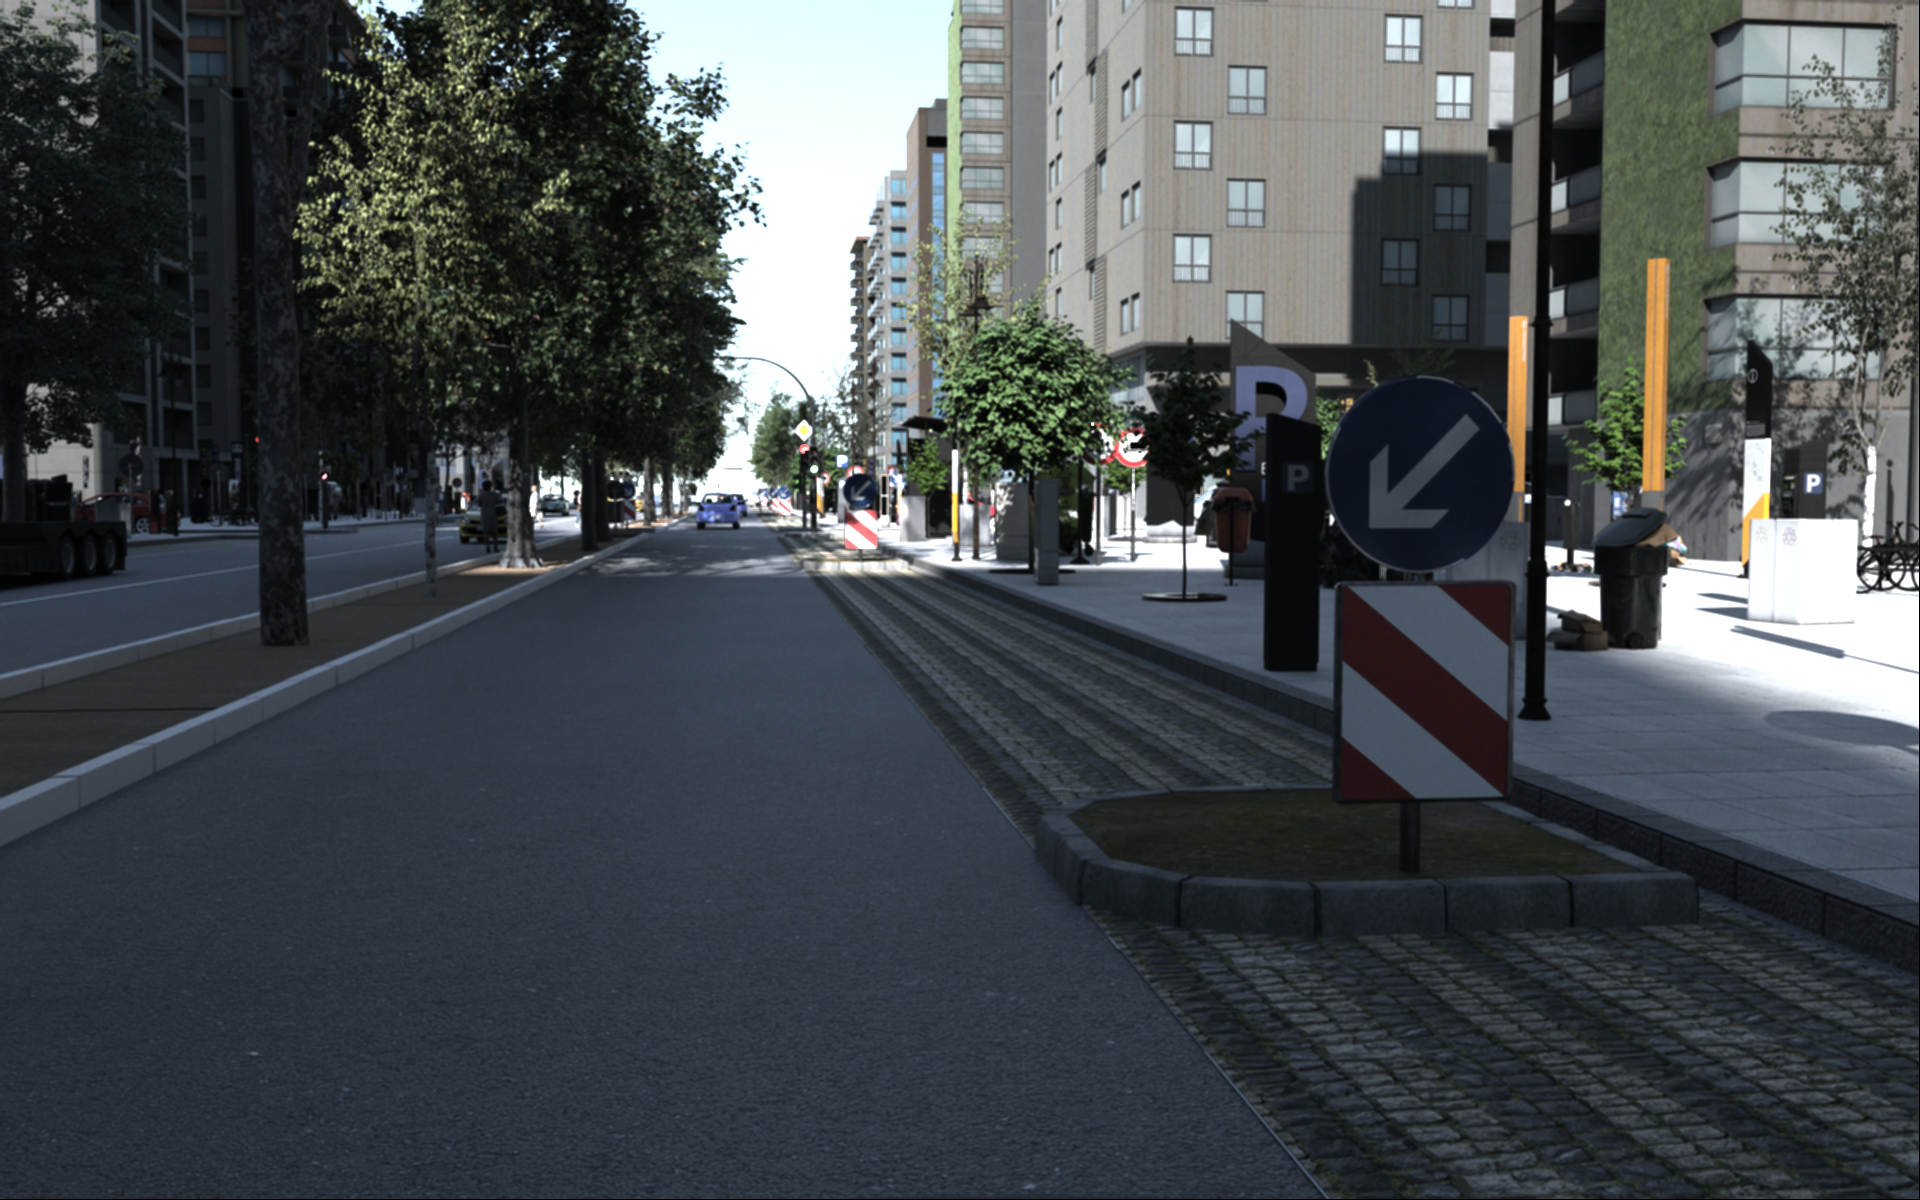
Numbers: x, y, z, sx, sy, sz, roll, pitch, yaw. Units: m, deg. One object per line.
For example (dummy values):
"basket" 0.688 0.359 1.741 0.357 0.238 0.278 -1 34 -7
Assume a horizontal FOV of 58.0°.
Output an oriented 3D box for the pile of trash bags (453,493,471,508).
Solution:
"pile of trash bags" -38.814 -7.464 131.796 1.912 1.369 3.447 3 5 42

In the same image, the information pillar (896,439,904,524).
"information pillar" -2.596 -5.038 73.733 0.183 3.616 0.504 -1 4 -14

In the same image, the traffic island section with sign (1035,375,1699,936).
"traffic island section with sign" 1.340 0.127 6.548 1.989 1.847 2.006 0 4 -7

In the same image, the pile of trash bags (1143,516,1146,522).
"pile of trash bags" 9.814 -4.250 79.237 1.912 1.369 3.447 -1 4 -21

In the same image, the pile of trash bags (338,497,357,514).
"pile of trash bags" -40.758 -6.259 112.094 1.912 1.369 3.447 2 4 26

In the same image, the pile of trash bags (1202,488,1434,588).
"pile of trash bags" 5.224 -0.881 24.151 3.447 1.369 1.912 1 4 13

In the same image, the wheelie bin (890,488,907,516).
"wheelie bin" -3.198 -5.096 91.225 0.693 1.594 0.980 3 5 43

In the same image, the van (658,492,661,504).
"van" -42.698 -14.899 250.617 2.013 2.044 4.112 0 4 -8

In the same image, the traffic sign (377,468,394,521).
"traffic sign" -27.773 -5.116 83.747 0.768 2.556 0.104 0 4 -4

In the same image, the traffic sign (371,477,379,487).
"traffic sign" -35.644 -6.335 105.712 0.606 2.300 0.079 0 4 1

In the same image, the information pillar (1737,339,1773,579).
"information pillar" 11.996 -2.124 26.083 0.183 3.616 0.504 -1 4 -13

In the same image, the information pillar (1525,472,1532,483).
"information pillar" 18.558 -3.207 56.920 0.304 2.012 0.304 -1 4 -16

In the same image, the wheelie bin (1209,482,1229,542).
"wheelie bin" 7.126 -2.359 46.482 0.693 1.594 0.980 -3 4 -36

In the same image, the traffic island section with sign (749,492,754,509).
"traffic island section with sign" -18.695 -9.482 163.656 1.989 1.847 2.006 0 4 -7

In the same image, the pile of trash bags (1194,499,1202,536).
"pile of trash bags" 8.589 -2.751 54.734 1.912 1.369 3.447 1 4 22

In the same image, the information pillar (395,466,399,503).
"information pillar" -44.443 -8.907 136.985 0.183 3.616 0.504 2 4 35

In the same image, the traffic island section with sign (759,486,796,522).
"traffic island section with sign" -9.072 -4.867 88.204 1.989 1.847 2.006 0 4 -7

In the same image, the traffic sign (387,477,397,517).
"traffic sign" -31.323 -5.748 95.167 0.795 2.450 0.064 0 4 -3

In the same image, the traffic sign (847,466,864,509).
"traffic sign" -4.672 -4.741 77.626 0.768 2.556 0.104 0 4 -3

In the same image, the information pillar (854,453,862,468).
"information pillar" -5.403 -6.089 90.914 0.504 3.616 0.183 2 4 26

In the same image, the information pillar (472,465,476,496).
"information pillar" -38.647 -8.944 137.589 0.183 3.616 0.504 1 4 12

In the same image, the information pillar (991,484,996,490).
"information pillar" 2.383 -7.077 120.205 0.304 2.012 0.304 2 4 31

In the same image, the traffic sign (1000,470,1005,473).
"traffic sign" 1.642 -3.438 56.317 0.768 2.556 0.104 0 4 -4

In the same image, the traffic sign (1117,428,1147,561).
"traffic sign" 3.302 -2.011 32.990 0.768 2.556 0.104 0 4 -2

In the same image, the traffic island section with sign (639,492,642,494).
"traffic island section with sign" -49.872 -16.080 271.527 1.989 1.847 2.006 0 4 -7

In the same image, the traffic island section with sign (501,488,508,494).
"traffic island section with sign" -29.659 -6.390 113.105 1.989 1.847 2.006 0 4 -7

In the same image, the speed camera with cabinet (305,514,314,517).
"speed camera with cabinet" -37.004 -6.369 98.469 0.660 3.252 2.038 -1 4 -14

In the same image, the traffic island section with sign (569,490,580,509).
"traffic island section with sign" -36.007 -9.436 162.904 1.989 1.847 2.006 0 4 -7

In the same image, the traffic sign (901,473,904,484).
"traffic sign" -3.651 -6.224 101.876 0.768 2.556 0.104 0 4 -3

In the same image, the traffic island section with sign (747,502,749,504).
"traffic island section with sign" -22.195 -11.160 191.101 1.989 1.847 2.006 0 4 -7

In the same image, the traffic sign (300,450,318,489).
"traffic sign" -31.020 -5.303 80.584 2.265 3.308 0.079 0 4 0

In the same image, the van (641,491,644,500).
"van" -41.867 -13.736 231.592 2.013 2.044 4.112 -1 4 -8

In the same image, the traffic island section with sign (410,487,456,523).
"traffic island section with sign" -26.246 -4.755 86.366 1.989 1.847 2.006 0 4 -7

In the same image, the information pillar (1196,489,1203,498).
"information pillar" 11.281 -4.715 81.580 0.304 2.012 0.304 1 4 23

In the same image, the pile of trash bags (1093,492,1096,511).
"pile of trash bags" 5.699 -4.616 85.220 1.912 1.369 3.447 3 4 36

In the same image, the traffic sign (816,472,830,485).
"traffic sign" -7.874 -6.090 99.676 0.768 2.556 0.104 0 4 -4

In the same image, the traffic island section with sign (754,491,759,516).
"traffic island section with sign" -12.484 -6.509 115.048 1.989 1.847 2.006 0 4 -7

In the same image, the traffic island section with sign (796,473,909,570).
"traffic island section with sign" -2.072 -1.514 33.389 1.989 1.847 2.006 0 4 -7

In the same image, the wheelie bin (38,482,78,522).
"wheelie bin" -24.035 -2.343 46.213 0.980 1.594 0.693 -1 4 -15

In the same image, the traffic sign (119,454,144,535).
"traffic sign" -26.052 -3.325 54.476 0.768 2.556 0.104 0 4 -4

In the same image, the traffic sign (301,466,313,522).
"traffic sign" -29.711 -4.806 78.681 0.768 2.556 0.104 0 4 -1

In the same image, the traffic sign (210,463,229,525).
"traffic sign" -30.614 -4.373 71.608 0.768 2.556 0.104 0 4 -6

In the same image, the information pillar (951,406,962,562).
"information pillar" -0.072 -2.539 32.875 0.183 3.616 0.504 0 4 6

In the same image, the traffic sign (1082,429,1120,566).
"traffic sign" 2.480 -1.890 31.014 0.768 2.556 0.104 0 4 1

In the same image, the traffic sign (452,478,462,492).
"traffic sign" -39.457 -8.307 135.921 0.768 2.556 0.104 0 4 -2

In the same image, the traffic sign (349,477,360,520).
"traffic sign" -30.059 -5.273 86.322 0.768 2.556 0.104 0 4 -3

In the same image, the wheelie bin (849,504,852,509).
"wheelie bin" -8.062 -7.238 126.249 0.980 1.594 0.693 -1 4 -17

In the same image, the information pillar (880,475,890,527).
"information pillar" -2.875 -3.802 66.651 0.304 2.012 0.304 1 4 14

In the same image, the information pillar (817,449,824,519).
"information pillar" -7.248 -6.023 89.832 0.183 3.616 0.504 1 4 21

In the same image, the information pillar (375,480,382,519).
"information pillar" -30.338 -5.253 90.376 0.304 2.012 0.304 -1 4 -13

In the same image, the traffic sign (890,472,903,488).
"traffic sign" -3.617 -6.018 98.497 0.768 2.556 0.104 0 4 1

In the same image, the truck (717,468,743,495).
"truck" -25.254 -12.348 190.795 2.839 4.237 11.283 -1 4 -9

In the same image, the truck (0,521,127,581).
"truck" -14.791 -1.955 21.715 2.967 4.110 18.799 -1 4 -9

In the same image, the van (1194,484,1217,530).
"van" 9.543 -3.465 63.670 4.112 2.044 2.013 0 4 -6

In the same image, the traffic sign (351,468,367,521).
"traffic sign" -28.767 -5.062 82.864 0.768 2.556 0.104 0 4 -2

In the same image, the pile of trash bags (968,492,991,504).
"pile of trash bags" 1.203 -5.081 92.821 1.912 1.369 3.447 -3 4 -38
